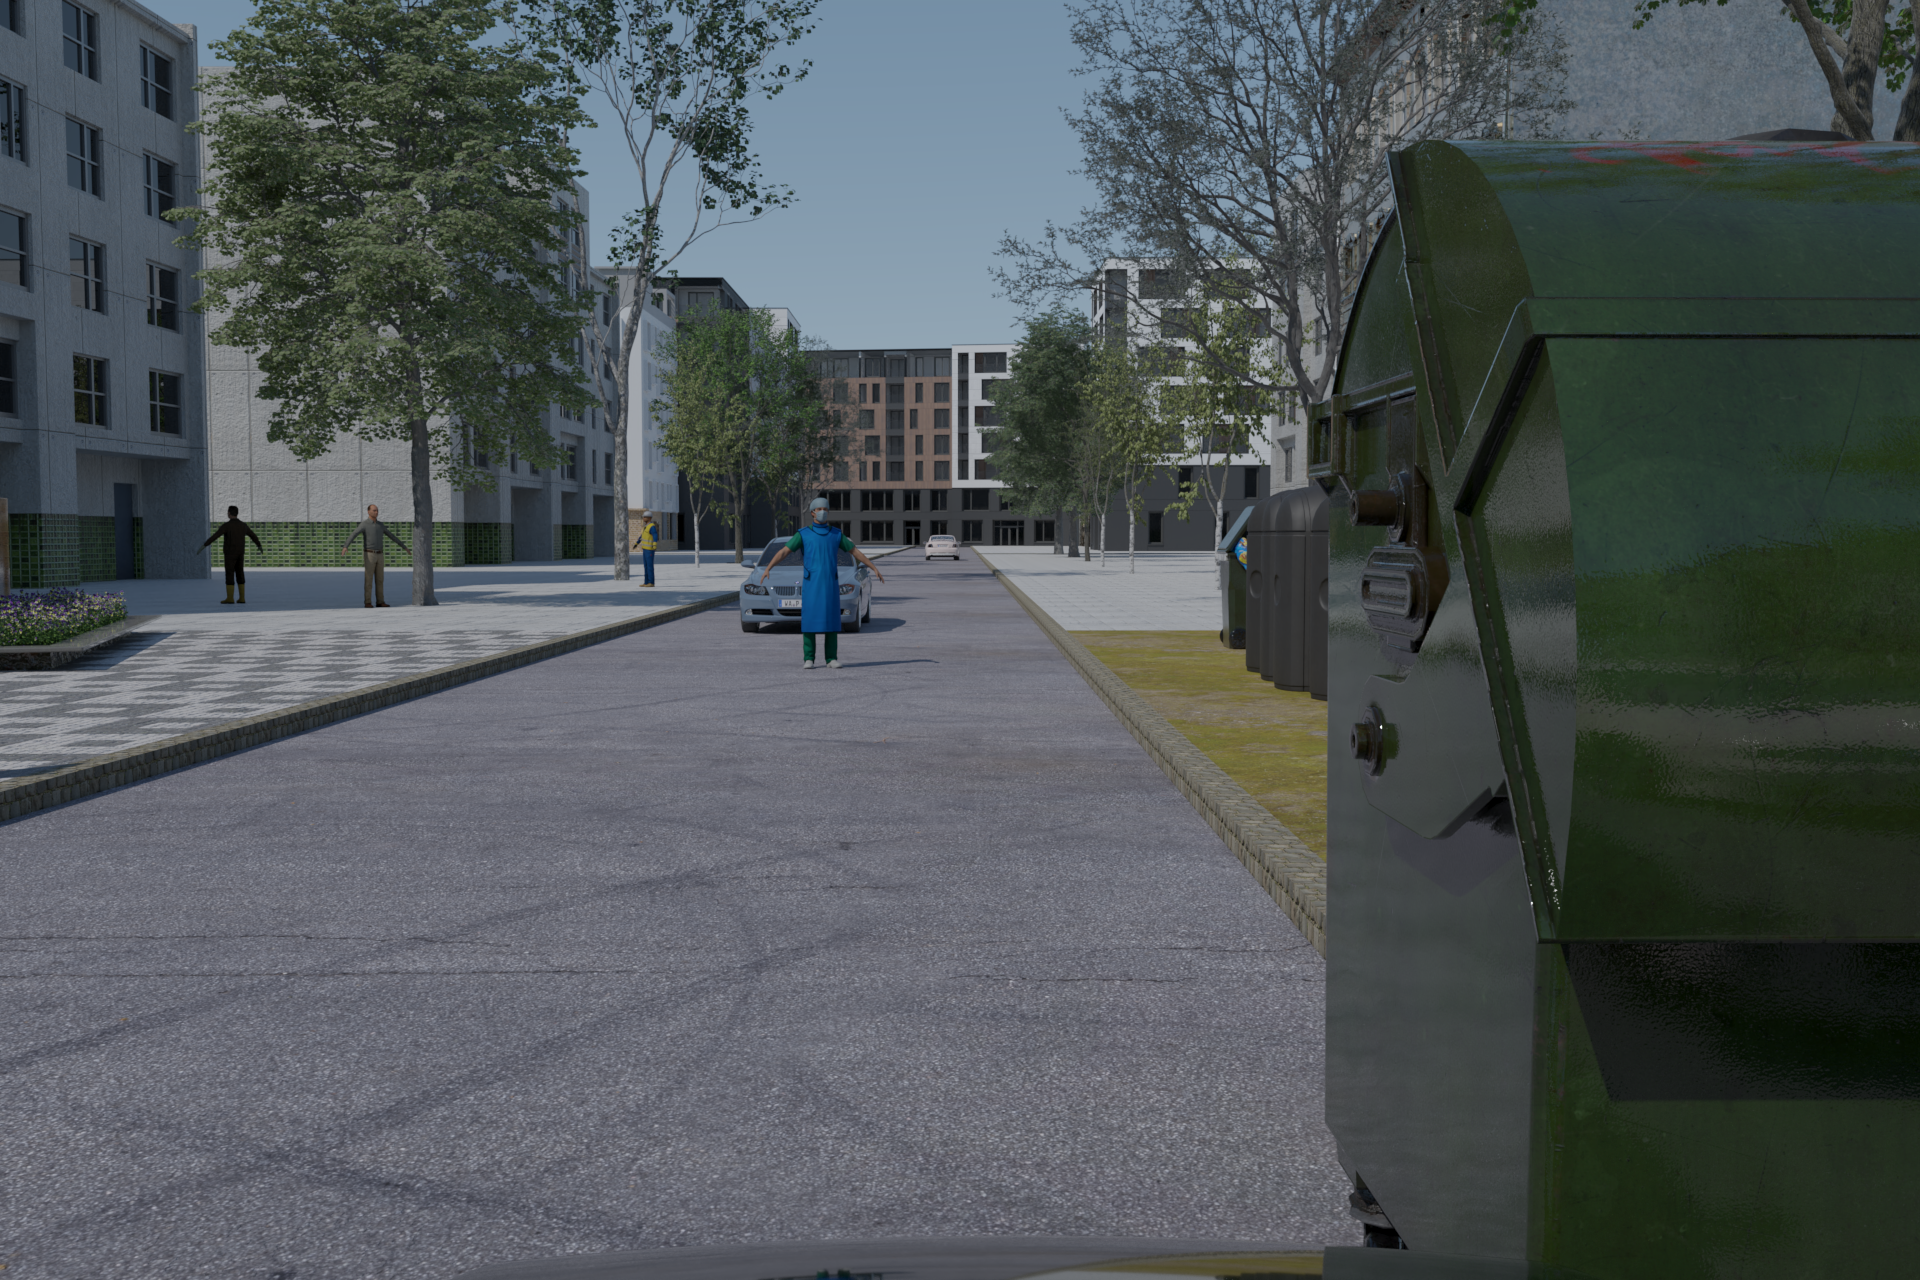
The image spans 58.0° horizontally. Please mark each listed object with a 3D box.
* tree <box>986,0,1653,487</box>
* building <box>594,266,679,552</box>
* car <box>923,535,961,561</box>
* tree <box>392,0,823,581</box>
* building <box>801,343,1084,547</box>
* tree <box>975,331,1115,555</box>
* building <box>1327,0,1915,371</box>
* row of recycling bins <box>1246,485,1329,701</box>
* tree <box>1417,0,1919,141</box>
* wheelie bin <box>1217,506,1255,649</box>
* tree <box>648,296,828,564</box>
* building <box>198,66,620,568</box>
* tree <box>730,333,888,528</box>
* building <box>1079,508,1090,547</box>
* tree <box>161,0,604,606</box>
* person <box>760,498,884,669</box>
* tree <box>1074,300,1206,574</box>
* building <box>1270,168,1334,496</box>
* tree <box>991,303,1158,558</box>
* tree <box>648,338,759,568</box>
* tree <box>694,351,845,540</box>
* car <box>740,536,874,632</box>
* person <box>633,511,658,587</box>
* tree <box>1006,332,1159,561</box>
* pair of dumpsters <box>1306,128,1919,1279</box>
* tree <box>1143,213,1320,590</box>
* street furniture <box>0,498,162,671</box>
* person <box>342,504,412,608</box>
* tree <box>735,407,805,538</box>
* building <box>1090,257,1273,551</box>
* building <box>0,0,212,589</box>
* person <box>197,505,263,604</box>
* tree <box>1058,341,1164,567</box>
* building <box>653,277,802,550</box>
[{"bbox_3d":[6.035,-7.253,28.961,12.009,13.543,11.850,0,3,0],"label":"tree"},{"bbox_3d":[-27.221,-16.344,123.646,16.016,20.090,11.380,0,4,0],"label":"building"},{"bbox_3d":[-0.979,-5.060,95.095,2.083,1.381,4.827,0,4,-1],"label":"car"},{"bbox_3d":[-10.022,-11.790,48.650,12.611,20.169,13.585,0,3,0],"label":"tree"},{"bbox_3d":[-0.967,-21.592,199.466,32.646,21.610,27.936,1,4,9],"label":"building"},{"bbox_3d":[6.058,-12.295,107.681,9.857,13.997,8.962,0,3,0],"label":"tree"},{"bbox_3d":[21.587,-13.258,47.705,19.493,23.208,18.063,0,4,0],"label":"building"},{"bbox_3d":[3.099,-0.467,14.750,1.069,1.692,3.534,0,4,-1],"label":"row of recycling bins"},{"bbox_3d":[4.650,-5.064,8.545,9.928,11.665,9.643,0,3,0],"label":"tree"},{"bbox_3d":[3.279,-0.711,19.537,0.693,1.594,0.980,0,4,-1],"label":"wheelie bin"},{"bbox_3d":[-9.587,-9.136,75.129,9.928,11.665,9.643,0,3,0],"label":"tree"},{"bbox_3d":[-27.620,-13.158,81.596,16.747,18.905,31.486,0,4,1],"label":"building"},{"bbox_3d":[-9.459,-11.930,105.427,12.009,13.543,11.850,0,3,0],"label":"tree"},{"bbox_3d":[21.902,-20.957,173.583,19.493,23.208,18.063,0,4,0],"label":"building"},{"bbox_3d":[-10.001,-6.878,30.582,7.486,12.596,7.792,0,3,0],"label":"tree"},{"bbox_3d":[-1.480,-0.605,18.473,1.347,1.817,0.704,-1,4,-17],"label":"person"},{"bbox_3d":[5.758,-6.429,55.478,4.737,8.622,4.395,0,3,0],"label":"tree"},{"bbox_3d":[25.021,-12.864,76.792,16.747,18.905,31.486,0,3,0],"label":"building"},{"bbox_3d":[6.227,-11.485,94.434,9.857,13.997,8.962,0,3,0],"label":"tree"},{"bbox_3d":[-9.835,-7.020,65.133,4.737,8.622,4.395,0,3,0],"label":"tree"},{"bbox_3d":[-9.325,-9.189,84.654,8.767,10.594,7.601,1,4,13],"label":"tree"},{"bbox_3d":[-2.312,-0.901,26.740,2.014,1.417,4.499,0,3,0],"label":"car"},{"bbox_3d":[-7.551,-2.193,41.821,0.705,1.833,1.349,-2,4,-32],"label":"person"},{"bbox_3d":[5.647,-8.949,80.728,7.601,10.594,8.767,-1,4,-16],"label":"tree"},{"bbox_3d":[2.803,0.141,2.652,4.436,2.255,1.574,0,4,-1],"label":"pair of dumpsters"},{"bbox_3d":[6.034,-5.458,39.599,4.737,8.622,4.395,0,3,0],"label":"tree"},{"bbox_3d":[-11.789,-0.645,17.395,11.010,1.723,9.812,-1,4,-19],"label":"street furniture"},{"bbox_3d":[-10.182,-1.459,30.125,0.705,1.796,1.348,3,4,39],"label":"person"},{"bbox_3d":[-10.099,-8.749,93.414,4.737,8.622,4.395,0,3,0],"label":"tree"},{"bbox_3d":[24.621,-18.367,144.280,27.936,21.610,32.646,0,4,0],"label":"building"},{"bbox_3d":[-29.938,-10.209,33.382,16.747,18.905,31.486,0,4,0],"label":"building"},{"bbox_3d":[-13.387,-1.575,31.896,0.704,1.812,1.346,2,4,33],"label":"person"},{"bbox_3d":[5.392,-7.128,66.899,4.360,8.622,3.978,0,3,0],"label":"tree"},{"bbox_3d":[-29.452,-18.971,154.146,27.936,21.610,32.646,0,4,0],"label":"building"}]
